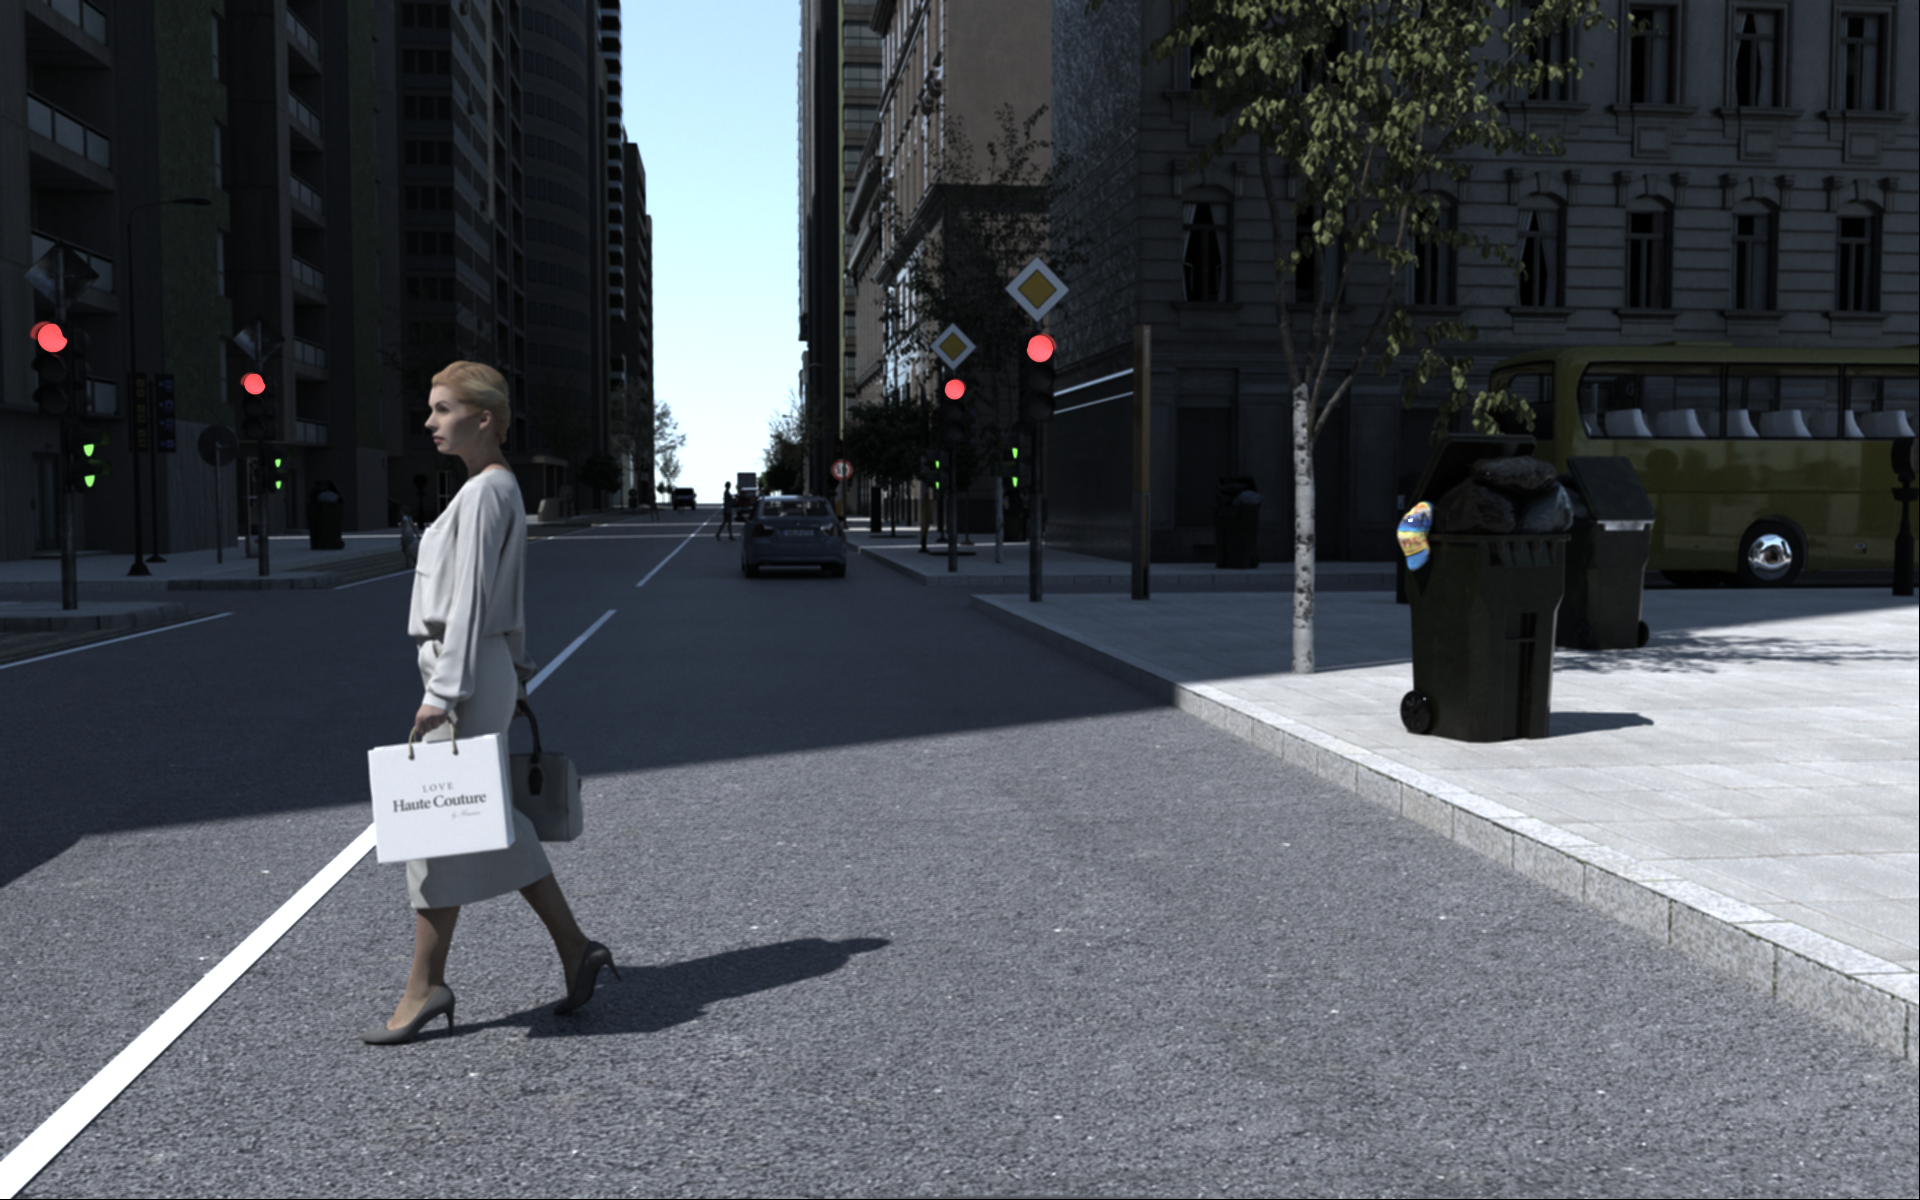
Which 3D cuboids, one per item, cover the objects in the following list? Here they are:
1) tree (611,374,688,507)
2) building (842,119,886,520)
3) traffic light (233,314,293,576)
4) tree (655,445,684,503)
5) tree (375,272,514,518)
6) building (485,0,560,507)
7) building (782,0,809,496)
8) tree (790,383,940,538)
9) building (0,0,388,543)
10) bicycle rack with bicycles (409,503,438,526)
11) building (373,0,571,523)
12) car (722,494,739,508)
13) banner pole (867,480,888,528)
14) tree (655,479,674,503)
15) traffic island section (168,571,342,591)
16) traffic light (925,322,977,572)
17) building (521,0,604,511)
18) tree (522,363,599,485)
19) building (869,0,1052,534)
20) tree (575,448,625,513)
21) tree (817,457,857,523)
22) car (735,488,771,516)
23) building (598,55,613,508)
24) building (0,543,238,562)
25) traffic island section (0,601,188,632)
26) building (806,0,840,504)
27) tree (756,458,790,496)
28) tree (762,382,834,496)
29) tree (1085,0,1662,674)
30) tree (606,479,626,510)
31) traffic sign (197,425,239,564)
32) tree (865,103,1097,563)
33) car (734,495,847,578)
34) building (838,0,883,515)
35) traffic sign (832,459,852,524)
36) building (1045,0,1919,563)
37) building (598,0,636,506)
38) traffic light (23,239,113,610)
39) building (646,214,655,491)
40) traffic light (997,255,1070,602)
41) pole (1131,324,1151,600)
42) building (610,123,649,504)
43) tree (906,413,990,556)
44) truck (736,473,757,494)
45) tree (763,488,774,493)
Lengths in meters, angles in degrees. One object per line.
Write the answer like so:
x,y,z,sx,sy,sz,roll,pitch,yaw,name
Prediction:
-32.824,-16.253,176.100,12.009,13.543,11.850,0,3,0,tree
1.091,-15.331,92.459,13.314,21.916,24.055,0,4,-7,building
-10.909,-2.334,27.075,0.839,4.253,0.868,0,4,-7,traffic light
-41.466,-18.149,247.091,4.737,8.622,4.395,0,3,0,tree
-17.350,-6.605,58.362,4.360,8.622,3.978,0,3,0,tree
-36.569,-41.057,109.541,20.563,71.187,20.611,0,4,-7,building
-14.095,-57.081,245.945,22.319,86.520,31.000,0,4,-7,building
-1.955,-4.144,51.462,4.285,4.588,4.351,0,3,0,tree
-27.150,-22.709,54.882,14.154,41.232,14.086,0,4,-7,building
-21.069,-3.484,70.353,2.925,0.926,2.852,-2,4,-24,bicycle rack with bicycles
-35.552,-23.802,81.044,32.217,40.220,23.993,0,4,-7,building
-20.694,-9.073,158.132,2.009,1.686,4.222,-1,4,-8,car
-3.074,-4.570,64.742,0.863,3.779,0.401,0,4,3,banner pole
-38.130,-13.890,221.708,1.663,3.219,1.824,0,3,0,tree
-10.950,-0.301,27.205,2.009,0.180,2.903,0,4,-7,traffic island section
-0.139,-2.419,28.477,0.839,4.253,0.868,0,4,-7,traffic light
-39.664,-36.214,134.097,21.231,58.520,28.212,0,4,-7,building
-22.662,-9.052,98.358,4.737,8.622,4.395,0,3,0,tree
3.602,-16.549,67.836,12.463,27.353,25.104,0,4,-7,building
-25.074,-8.389,120.881,4.285,4.588,4.351,0,3,0,tree
-5.324,-5.106,78.088,1.663,3.219,1.824,0,3,0,tree
-12.844,-6.046,107.533,2.281,1.827,5.304,0,4,-8,car
-39.157,-28.892,155.974,14.154,41.232,14.086,0,4,-7,building
-23.608,-21.377,33.111,14.154,41.232,14.086,0,4,-7,building
-9.928,0.183,19.285,2.009,0.180,2.903,0,4,-7,traffic island section
-3.888,-38.005,163.385,21.231,58.520,28.212,0,4,-7,building
-15.948,-10.512,155.583,4.285,4.588,4.351,0,3,0,tree
-10.428,-9.949,113.035,4.360,8.622,3.978,0,3,0,tree
2.539,-3.766,11.930,4.737,8.622,4.395,0,3,0,tree
-27.808,-8.791,138.326,1.663,3.219,1.824,0,3,0,tree
-13.656,-1.944,31.884,0.768,2.556,0.104,0,4,2,traffic sign
0.499,-4.985,31.873,4.360,8.622,3.978,0,3,0,tree
-3.025,-1.166,31.074,2.014,1.417,4.499,-1,4,-8,car
-1.051,-26.333,114.135,14.154,41.232,14.086,0,4,-7,building
-4.330,-3.885,63.628,0.768,2.556,0.104,0,4,-4,traffic sign
11.464,-11.498,37.144,18.267,20.994,9.793,0,4,-7,building
-48.790,-54.215,199.080,22.319,86.520,31.000,0,4,-7,building
-9.887,-1.849,19.156,0.839,4.253,0.868,0,4,-7,traffic light
-50.856,-34.368,245.508,14.154,41.232,14.086,0,4,-7,building
0.883,-1.935,20.557,0.839,4.253,0.868,0,4,-7,traffic light
2.197,-1.660,20.985,0.158,3.312,0.155,0,3,0,pole
-52.188,-36.854,226.271,21.300,48.544,21.600,0,4,-7,building
-0.180,-2.564,36.527,1.663,3.219,1.824,0,3,0,tree
-28.468,-14.808,231.017,2.839,4.237,11.283,0,4,-7,truck
-26.948,-15.156,242.404,1.663,3.219,1.824,0,3,0,tree
